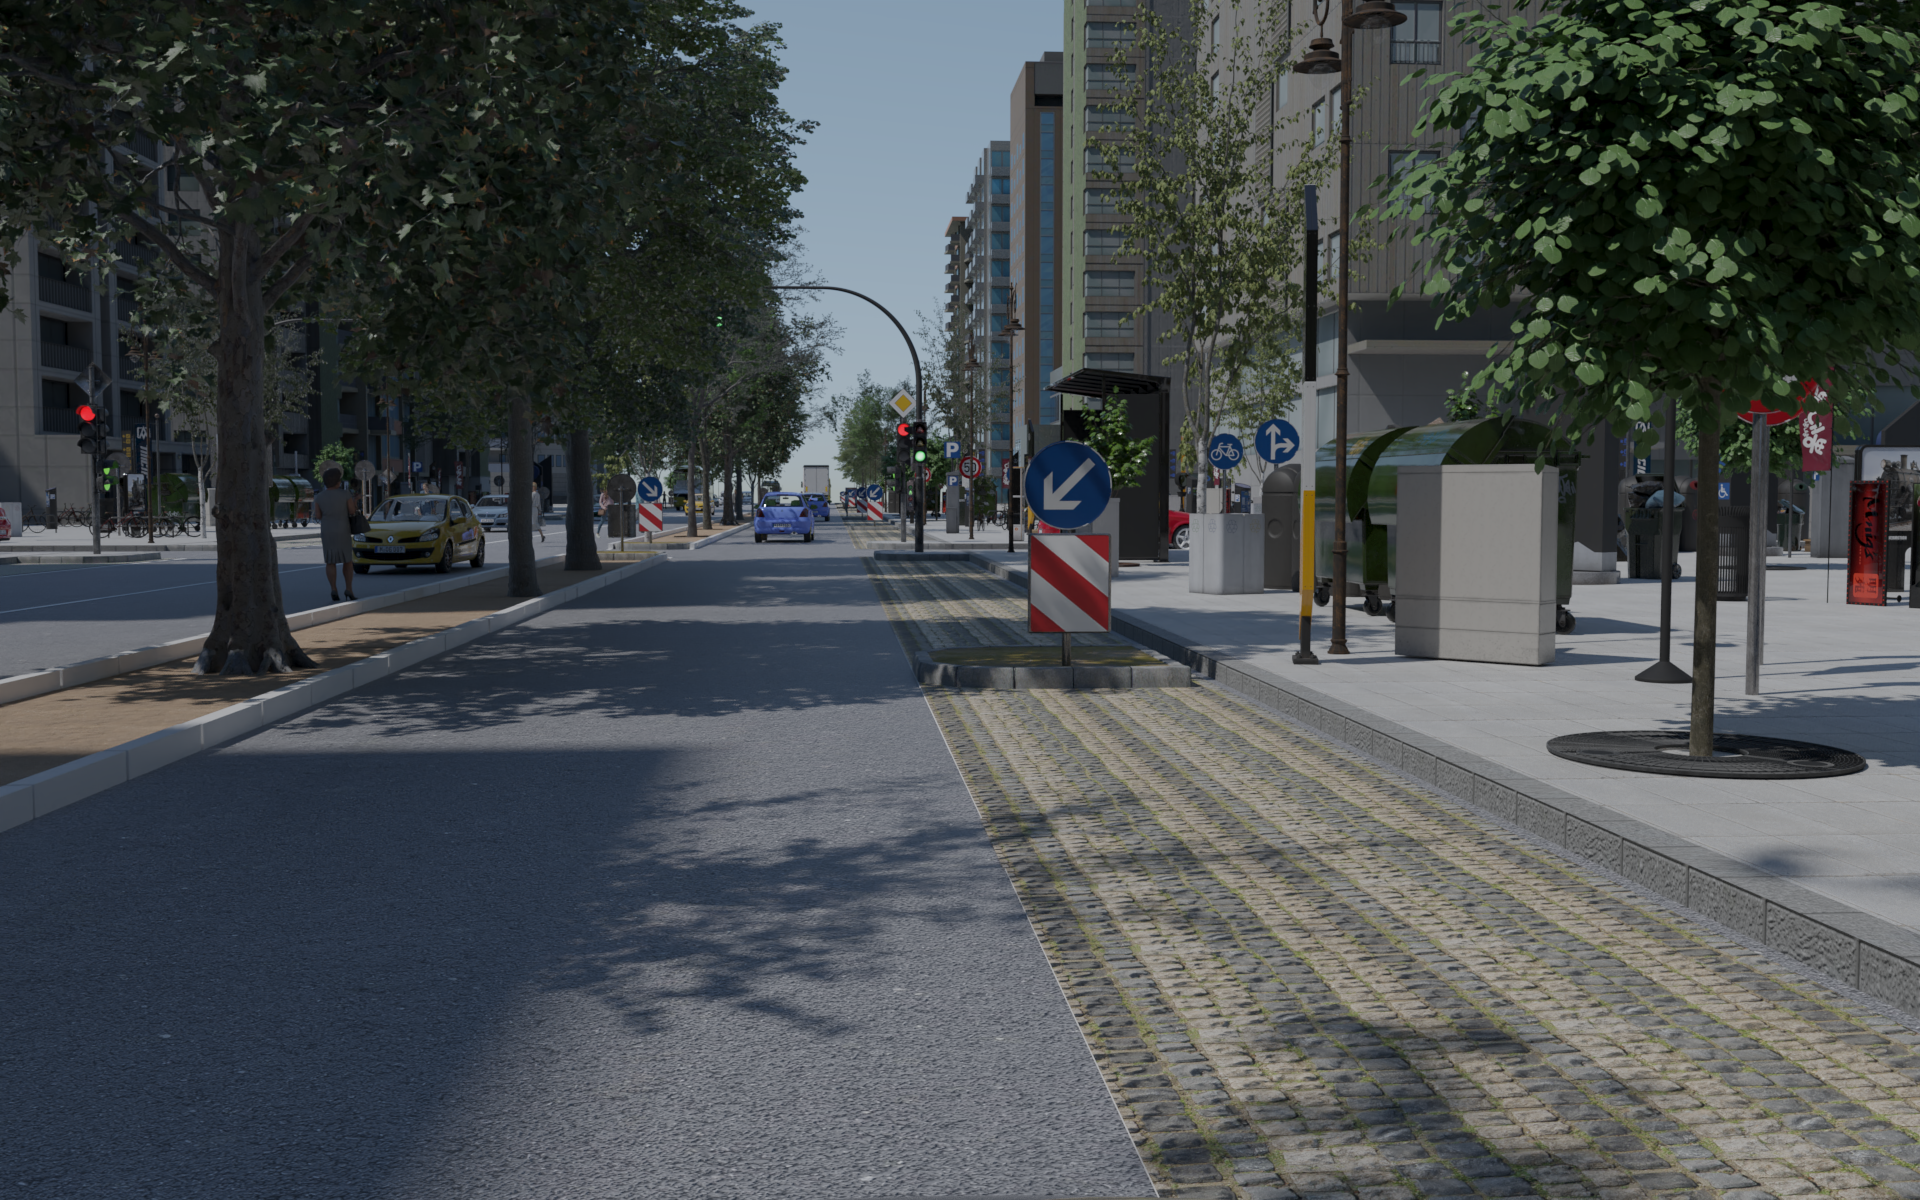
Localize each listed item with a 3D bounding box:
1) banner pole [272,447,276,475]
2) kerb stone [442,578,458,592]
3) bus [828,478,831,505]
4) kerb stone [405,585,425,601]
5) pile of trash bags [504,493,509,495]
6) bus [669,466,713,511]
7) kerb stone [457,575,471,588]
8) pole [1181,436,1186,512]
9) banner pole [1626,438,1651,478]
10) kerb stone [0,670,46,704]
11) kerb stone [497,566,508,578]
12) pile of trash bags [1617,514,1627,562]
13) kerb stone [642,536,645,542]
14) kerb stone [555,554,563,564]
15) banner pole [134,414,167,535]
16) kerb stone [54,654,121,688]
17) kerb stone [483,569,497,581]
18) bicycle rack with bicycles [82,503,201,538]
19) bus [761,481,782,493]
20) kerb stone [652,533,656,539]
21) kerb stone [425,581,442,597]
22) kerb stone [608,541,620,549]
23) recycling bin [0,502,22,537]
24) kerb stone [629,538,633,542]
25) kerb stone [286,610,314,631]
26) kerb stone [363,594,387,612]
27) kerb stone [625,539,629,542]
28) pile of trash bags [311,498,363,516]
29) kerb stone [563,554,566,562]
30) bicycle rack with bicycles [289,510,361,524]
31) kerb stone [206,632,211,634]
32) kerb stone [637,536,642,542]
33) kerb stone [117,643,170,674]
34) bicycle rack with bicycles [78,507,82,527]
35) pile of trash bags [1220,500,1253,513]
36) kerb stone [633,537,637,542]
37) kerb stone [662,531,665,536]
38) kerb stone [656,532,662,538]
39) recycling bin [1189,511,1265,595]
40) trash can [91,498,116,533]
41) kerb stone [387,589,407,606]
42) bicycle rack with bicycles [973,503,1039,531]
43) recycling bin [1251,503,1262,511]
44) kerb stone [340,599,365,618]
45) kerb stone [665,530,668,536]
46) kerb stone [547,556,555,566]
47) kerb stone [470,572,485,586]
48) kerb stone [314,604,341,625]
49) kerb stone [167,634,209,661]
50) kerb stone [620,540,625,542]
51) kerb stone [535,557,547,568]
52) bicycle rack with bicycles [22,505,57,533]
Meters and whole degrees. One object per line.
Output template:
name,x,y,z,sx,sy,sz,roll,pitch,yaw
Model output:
banner pole,-36.722,-6.288,92.829,0.401,3.779,0.863,-2,4,-29
kerb stone,-7.582,-0.197,25.422,0.120,0.150,1.000,0,4,-4
bus,-18.685,-14.749,232.692,2.896,3.916,12.252,0,4,-5
kerb stone,-7.432,-0.072,23.383,0.120,0.150,1.000,0,4,-4
pile of trash bags,-30.947,-6.362,113.775,3.447,1.369,1.912,-3,5,-45
bus,-23.568,-9.870,152.928,2.896,3.916,12.252,0,4,-4
kerb stone,-7.668,-0.259,26.443,0.120,0.150,1.000,0,4,-4
pole,7.529,-3.945,58.337,0.158,3.312,0.155,0,3,0
banner pole,19.308,-3.638,49.490,0.863,3.779,0.401,1,4,21
kerb stone,-6.590,0.618,12.138,0.120,0.150,1.000,0,4,-4
kerb stone,-7.898,-0.446,29.504,0.120,0.150,1.000,0,4,-4
pile of trash bags,12.394,-1.505,34.366,1.912,1.369,3.447,2,4,25
kerb stone,-9.537,-1.788,51.459,0.120,0.150,1.000,0,4,-4
kerb stone,-8.352,-0.820,35.628,0.120,0.150,1.000,0,4,-4
banner pole,-25.205,-3.909,53.928,0.863,3.779,0.401,-1,4,-19
kerb stone,-6.662,0.552,13.164,0.120,0.150,1.000,0,4,-4
kerb stone,-7.821,-0.385,28.484,0.120,0.150,1.000,0,4,-4
bicycle rack with bicycles,-23.889,-2.319,51.297,2.925,0.926,2.852,-1,4,-10
bus,-25.825,-14.769,236.334,2.948,3.499,13.247,0,4,-6
kerb stone,-9.774,-1.974,54.520,0.120,0.150,1.000,0,4,-4
kerb stone,-7.510,-0.133,24.403,0.120,0.150,1.000,0,4,-4
kerb stone,-9.084,-1.415,45.327,0.120,0.150,1.000,0,4,-4
recycling bin,-28.590,-2.398,51.761,0.722,1.027,0.722,1,4,19
kerb stone,-9.319,-1.602,48.387,0.120,0.150,1.000,0,4,-4
kerb stone,-7.049,0.240,18.269,0.120,0.150,1.000,0,4,-4
kerb stone,-7.281,0.053,21.332,0.120,0.150,1.000,0,4,-4
kerb stone,-9.231,-1.539,47.366,0.120,0.150,1.000,0,4,-4
pile of trash bags,-33.910,-5.165,94.200,1.912,1.369,3.447,2,4,29
kerb stone,-8.433,-0.883,36.654,0.120,0.150,1.000,0,4,-4
bicycle rack with bicycles,-26.600,-3.652,73.084,2.925,0.926,2.852,3,5,44
kerb stone,-6.900,0.365,16.222,0.120,0.150,1.000,0,4,-4
kerb stone,-9.464,-1.725,50.437,0.120,0.150,1.000,0,4,-4
kerb stone,-6.742,0.490,14.183,0.120,0.150,1.000,0,4,-4
bicycle rack with bicycles,-34.471,-3.326,67.764,2.925,0.926,2.852,-2,4,-32
pile of trash bags,11.089,-3.377,64.961,1.912,1.369,3.447,3,5,39
kerb stone,-9.393,-1.658,49.418,0.120,0.150,1.000,0,4,-4
kerb stone,-10.002,-2.162,57.583,0.120,0.150,1.000,0,4,-4
kerb stone,-9.935,-2.102,56.562,0.120,0.150,1.000,0,4,-4
recycling bin,3.446,-0.602,22.394,0.722,1.027,0.722,-2,4,-27
trash can,-28.241,-2.783,57.163,0.748,1.137,0.748,0,3,0
kerb stone,-7.359,-0.001,22.360,0.120,0.150,1.000,0,4,-4
bicycle rack with bicycles,1.404,-2.864,60.211,2.852,0.926,2.925,0,4,1
recycling bin,8.189,-2.124,47.279,0.722,1.027,0.722,-1,4,-10
kerb stone,-7.204,0.115,20.312,0.120,0.150,1.000,0,4,-4
kerb stone,-10.081,-2.227,58.607,0.120,0.150,1.000,0,4,-4
kerb stone,-8.279,-0.759,34.608,0.120,0.150,1.000,0,4,-4
kerb stone,-7.736,-0.322,27.465,0.120,0.150,1.000,0,4,-4
kerb stone,-7.123,0.178,19.289,0.120,0.150,1.000,0,4,-4
kerb stone,-6.829,0.432,15.202,0.120,0.150,1.000,0,4,-4
kerb stone,-9.158,-1.477,46.347,0.120,0.150,1.000,0,4,-4
kerb stone,-8.193,-0.697,33.587,0.120,0.150,1.000,0,4,-4
bicycle rack with bicycles,-31.231,-2.651,56.728,2.852,0.926,2.925,2,4,29
